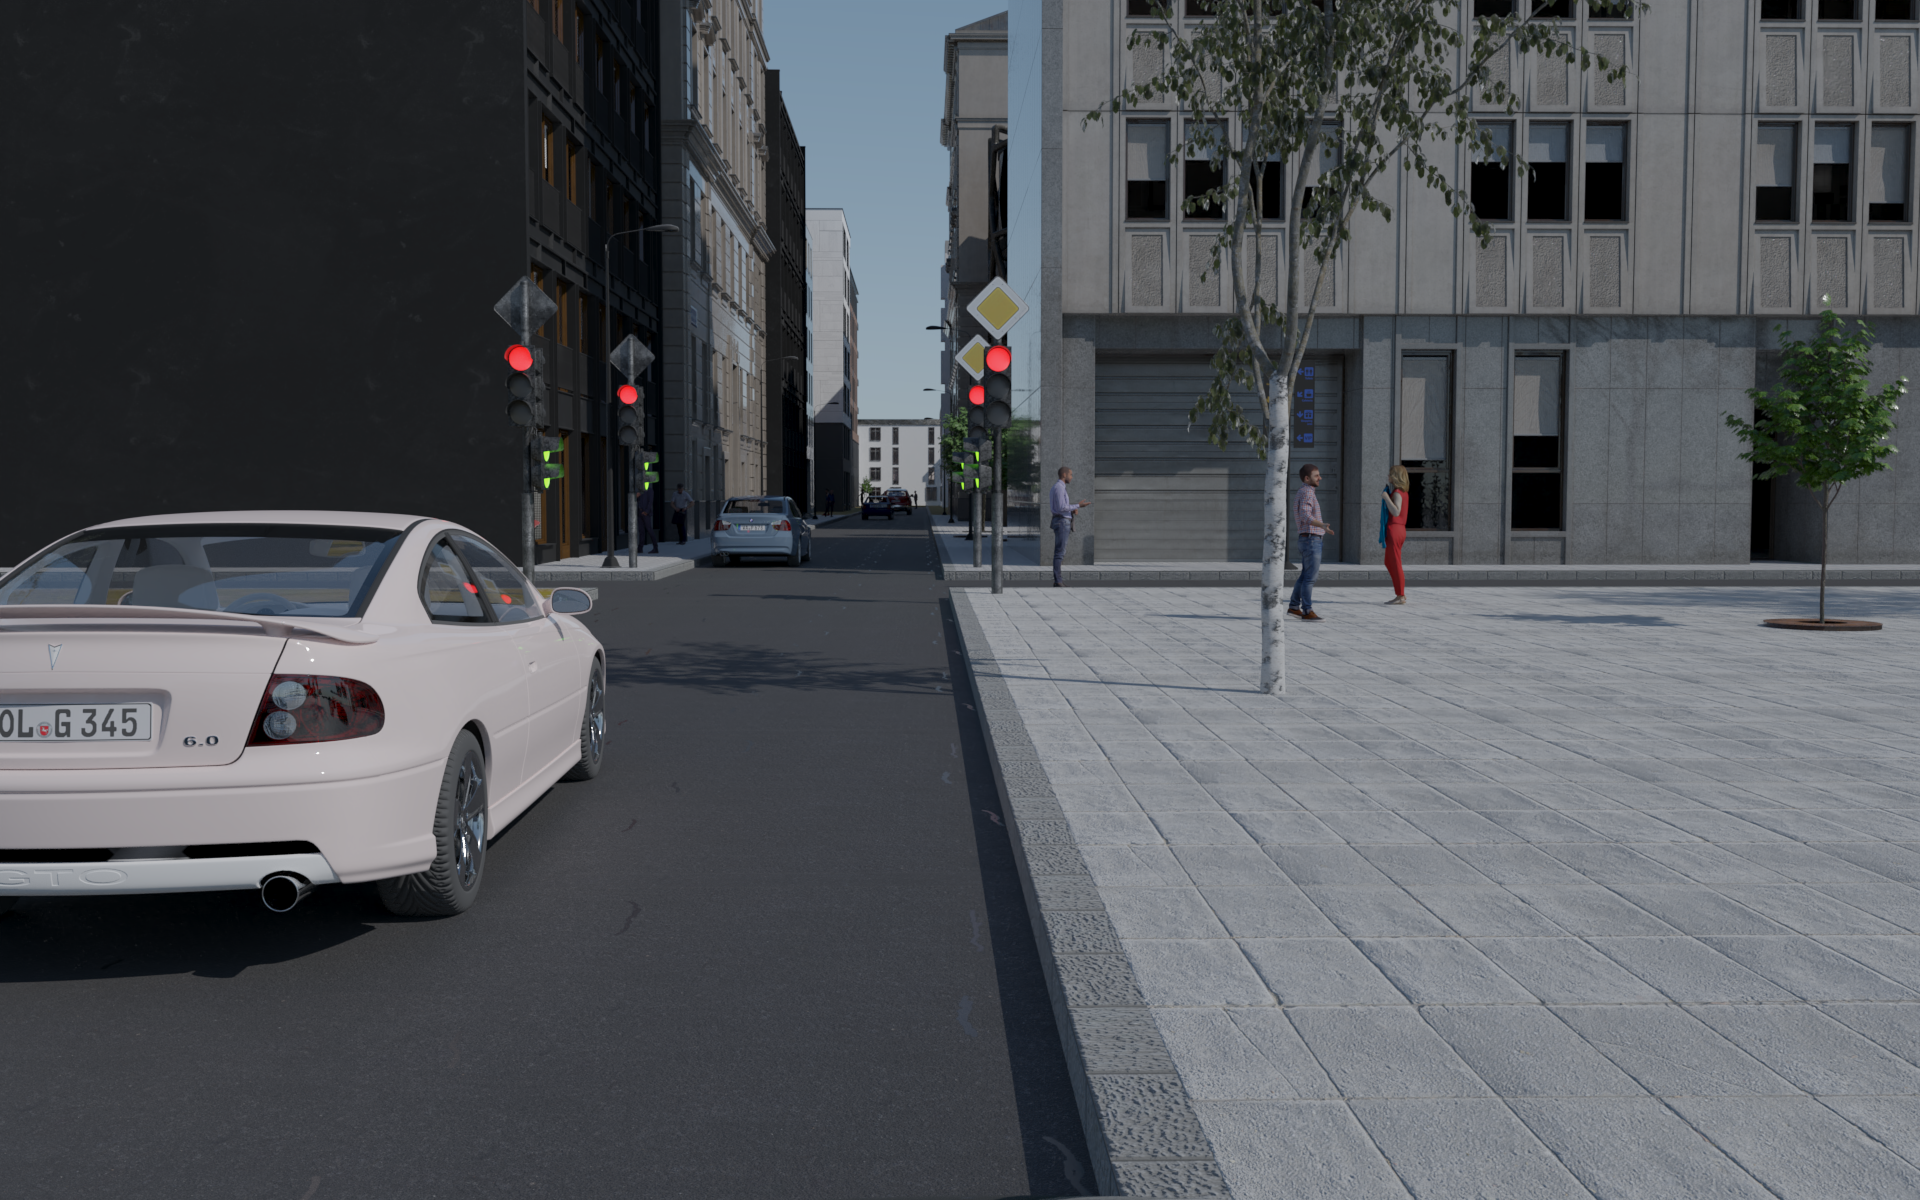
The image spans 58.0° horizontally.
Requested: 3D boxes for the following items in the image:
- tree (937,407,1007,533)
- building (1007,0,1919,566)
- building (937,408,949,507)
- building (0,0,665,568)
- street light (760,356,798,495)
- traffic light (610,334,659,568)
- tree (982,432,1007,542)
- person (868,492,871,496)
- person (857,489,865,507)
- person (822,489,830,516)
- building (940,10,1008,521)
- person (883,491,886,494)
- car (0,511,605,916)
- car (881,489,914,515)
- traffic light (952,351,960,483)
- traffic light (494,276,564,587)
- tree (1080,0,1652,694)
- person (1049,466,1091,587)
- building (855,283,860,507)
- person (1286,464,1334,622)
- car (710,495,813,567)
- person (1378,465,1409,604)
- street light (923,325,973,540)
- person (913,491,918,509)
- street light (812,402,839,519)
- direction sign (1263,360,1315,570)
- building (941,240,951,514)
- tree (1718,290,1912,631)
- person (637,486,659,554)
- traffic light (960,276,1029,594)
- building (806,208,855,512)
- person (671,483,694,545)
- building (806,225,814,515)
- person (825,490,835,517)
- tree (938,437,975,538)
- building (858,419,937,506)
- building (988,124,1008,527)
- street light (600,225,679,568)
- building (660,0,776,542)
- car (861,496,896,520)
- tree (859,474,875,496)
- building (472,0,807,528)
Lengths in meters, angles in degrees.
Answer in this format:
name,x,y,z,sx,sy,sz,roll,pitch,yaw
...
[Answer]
name,x,y,z,sx,sy,sz,roll,pitch,yaw
tree,0.737,-4.552,58.140,4.285,4.588,4.351,0,3,0
building,11.229,-13.346,36.229,19.932,24.808,12.078,0,4,-1
building,2.686,-13.768,167.258,9.099,9.664,28.070,0,4,-1
building,-13.822,-12.703,37.379,12.332,23.373,15.834,0,4,-1
street light,-6.159,-5.259,58.532,1.470,5.913,1.316,0,4,-1
traffic light,-5.673,-2.495,30.038,0.839,4.213,0.868,0,4,-1
tree,1.525,-3.215,47.163,1.663,3.219,1.824,0,3,0
person,-9.444,-10.714,180.841,0.705,1.869,1.348,0,4,1
person,-8.807,-9.044,154.635,0.721,1.735,1.217,2,4,29
person,-7.884,-5.798,102.712,0.662,1.594,0.647,0,4,-7
building,5.274,-18.070,92.709,12.463,27.353,25.104,0,4,-1
person,-7.347,-9.801,169.418,0.551,1.740,0.621,1,4,21
car,-2.668,0.314,7.220,2.083,1.381,4.827,0,4,-3
car,-4.376,-6.831,120.355,2.281,1.827,5.304,0,4,0
traffic light,0.286,-2.504,30.182,0.839,4.213,0.868,0,4,-1
traffic light,-5.500,-2.007,22.055,0.839,4.213,0.868,0,4,-1
tree,2.225,-3.709,11.012,4.360,8.622,3.978,0,3,0
person,1.626,-1.058,25.671,0.599,1.838,0.709,0,4,-4
building,-26.388,-19.721,166.408,32.646,21.610,27.936,0,4,-1
person,3.537,-0.578,17.451,0.435,1.587,0.963,0,4,2
car,-4.045,-1.437,35.496,2.014,1.417,4.499,0,4,-1
person,5.027,-0.756,20.113,0.593,1.614,0.444,-3,5,-43
street light,-0.244,-4.608,47.888,1.470,5.913,1.316,0,4,-1
person,-4.382,-9.516,164.619,0.750,1.759,0.617,0,4,-6
street light,-6.787,-7.029,87.469,1.470,5.913,1.316,0,4,-1
direction sign,5.565,-2.285,29.363,0.876,3.537,0.379,0,4,-4
building,6.760,-15.763,114.142,16.016,20.091,11.380,0,4,-1
tree,8.172,-1.347,16.626,1.663,3.219,1.824,0,3,0
person,-6.821,-1.863,37.418,0.530,1.710,0.541,-2,4,-30
traffic light,0.459,-2.016,22.199,0.839,4.213,0.868,0,4,-1
building,-22.267,-16.978,121.558,27.936,21.610,32.646,0,4,-1
person,-7.045,-2.184,43.961,0.614,1.554,0.590,1,4,13
building,-13.806,-14.707,95.203,10.420,20.320,16.860,0,4,-1
person,-7.260,-5.385,96.778,0.574,1.496,0.600,-1,4,-9
tree,0.423,-3.460,51.169,1.663,3.219,1.824,0,3,0
building,-12.174,-15.437,194.535,28.070,9.664,9.099,0,4,-1
building,9.522,-12.505,71.911,16.820,18.784,16.811,0,4,-1
street light,-5.543,-3.514,30.000,1.470,5.913,1.316,0,4,-1
building,-13.224,-15.929,57.706,12.463,27.353,25.104,0,4,-1
car,-4.612,-5.187,97.389,1.945,1.354,3.894,0,4,0
tree,-8.999,-10.635,168.487,1.663,3.219,1.824,0,3,0
building,-13.678,-15.232,78.719,12.332,23.373,15.834,0,4,-1
